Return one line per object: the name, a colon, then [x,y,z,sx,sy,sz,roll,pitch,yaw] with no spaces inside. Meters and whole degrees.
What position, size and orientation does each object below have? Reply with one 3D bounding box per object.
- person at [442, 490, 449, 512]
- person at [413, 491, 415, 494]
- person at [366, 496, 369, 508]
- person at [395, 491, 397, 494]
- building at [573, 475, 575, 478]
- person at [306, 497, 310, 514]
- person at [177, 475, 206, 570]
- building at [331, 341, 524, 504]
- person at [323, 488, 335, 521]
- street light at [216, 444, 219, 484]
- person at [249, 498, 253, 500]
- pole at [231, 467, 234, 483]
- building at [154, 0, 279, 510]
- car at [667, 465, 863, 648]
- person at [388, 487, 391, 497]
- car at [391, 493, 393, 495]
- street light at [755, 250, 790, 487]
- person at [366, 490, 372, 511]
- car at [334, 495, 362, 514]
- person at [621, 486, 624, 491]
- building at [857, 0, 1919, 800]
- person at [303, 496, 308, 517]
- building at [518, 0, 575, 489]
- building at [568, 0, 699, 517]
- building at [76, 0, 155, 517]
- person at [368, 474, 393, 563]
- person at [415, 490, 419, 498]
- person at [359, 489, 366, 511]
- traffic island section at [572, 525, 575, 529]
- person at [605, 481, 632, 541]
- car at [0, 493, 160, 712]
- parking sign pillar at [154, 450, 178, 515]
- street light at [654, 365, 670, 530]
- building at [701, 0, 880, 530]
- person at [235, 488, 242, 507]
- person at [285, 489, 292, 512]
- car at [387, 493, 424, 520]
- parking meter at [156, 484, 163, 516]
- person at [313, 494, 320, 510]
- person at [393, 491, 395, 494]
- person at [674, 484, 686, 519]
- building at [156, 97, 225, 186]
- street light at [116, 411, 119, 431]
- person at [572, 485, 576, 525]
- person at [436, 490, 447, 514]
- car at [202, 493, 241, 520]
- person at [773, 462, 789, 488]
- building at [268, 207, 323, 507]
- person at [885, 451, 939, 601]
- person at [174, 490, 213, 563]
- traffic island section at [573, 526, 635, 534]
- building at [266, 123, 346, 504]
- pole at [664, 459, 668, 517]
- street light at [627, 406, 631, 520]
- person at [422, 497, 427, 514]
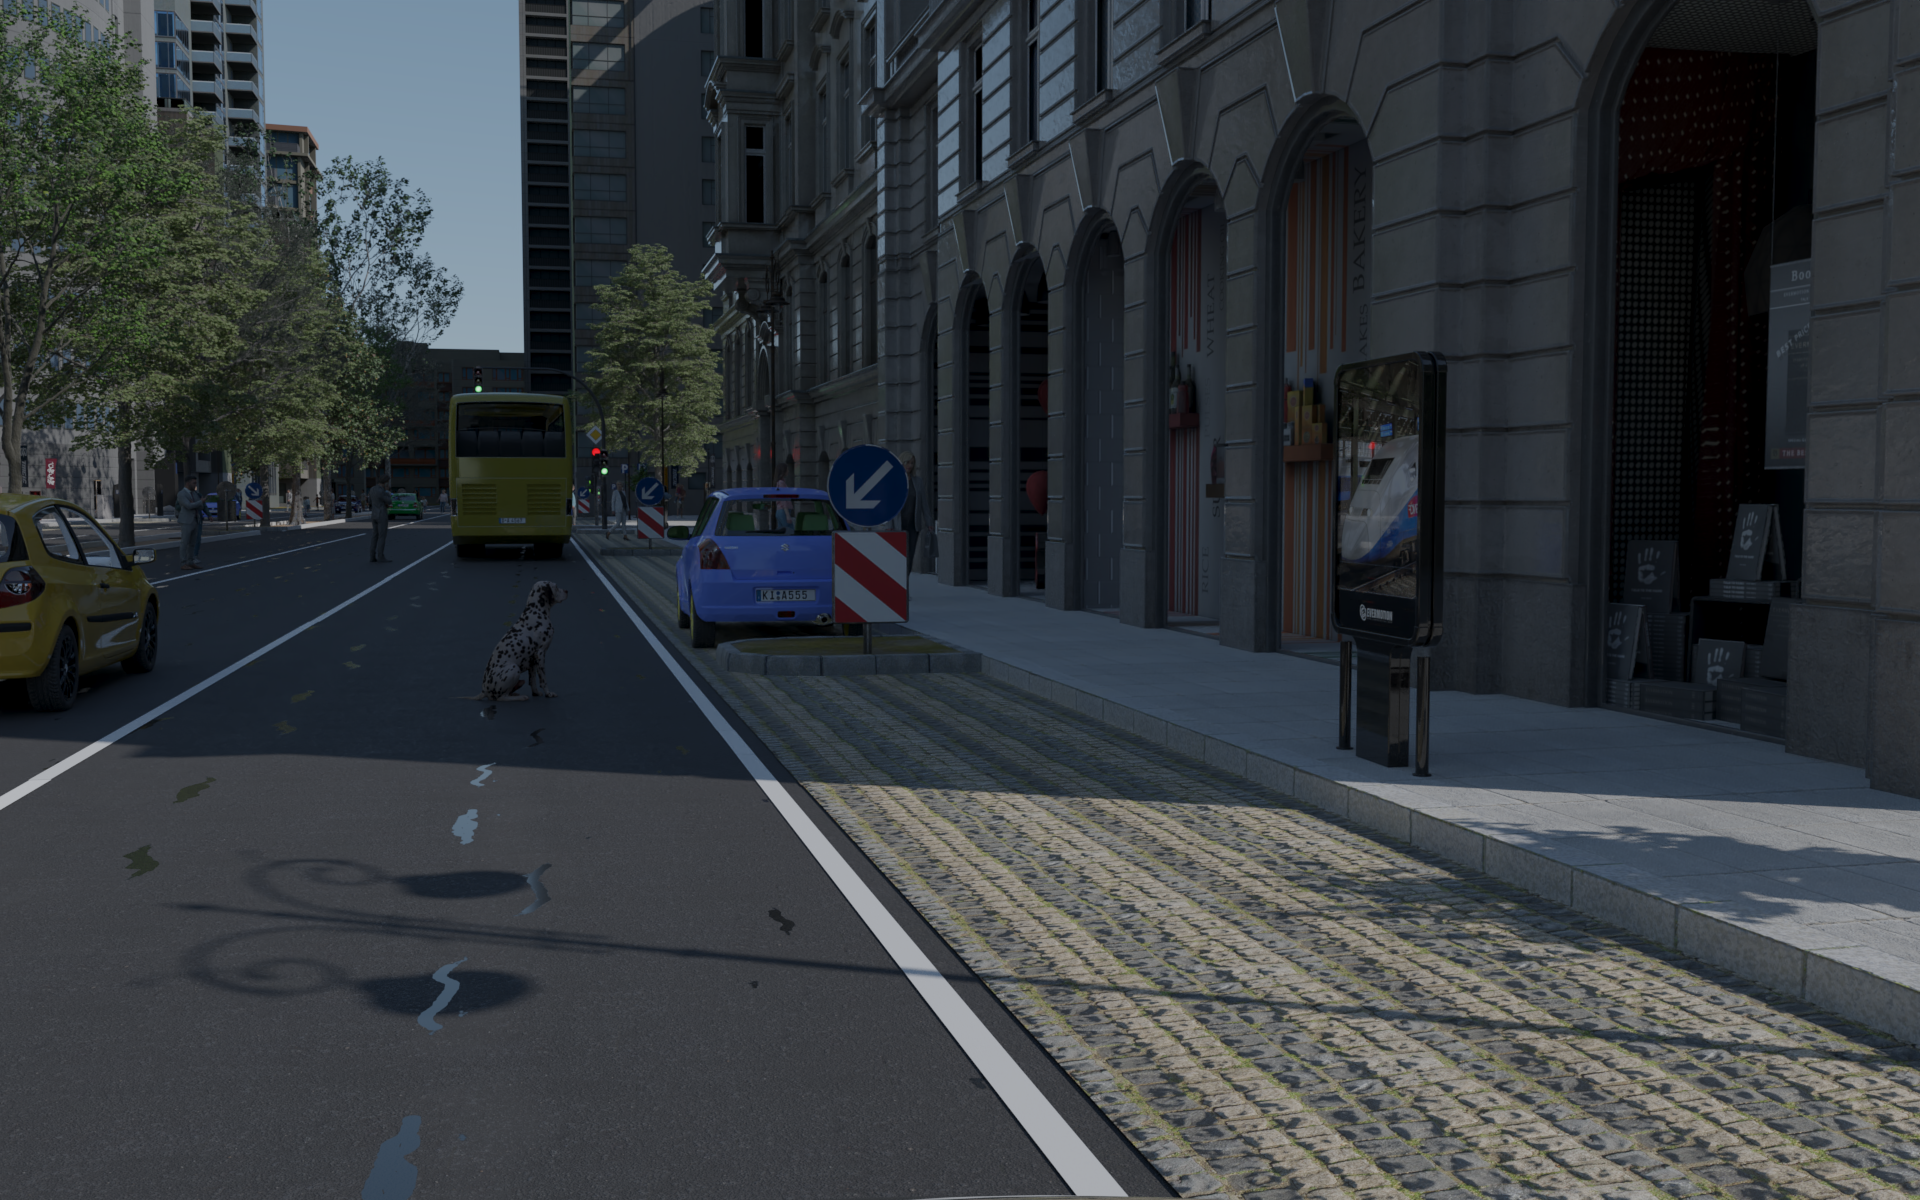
person: [-41.239,-7.927,138.450,0.694,1.780,0.624,1,4,15]
person: [-59.537,-11.004,189.134,0.721,1.735,1.217,-1,4,-10]
person: [-63.159,-10.589,184.812,0.628,1.438,0.799,-3,4,-36]
person: [-69.118,-12.466,211.946,0.705,1.869,1.348,2,4,30]
building: [-29.306,-34.582,185.029,23.786,49.044,30.456,-1,4,-14]
person: [-47.688,-6.939,126.633,0.332,1.250,0.352,-1,4,-19]
person: [-14.577,-1.482,32.905,0.466,1.800,0.511,0,4,-4]
building: [-73.670,-23.802,234.199,28.899,21.520,27.650,-1,4,-14]
person: [-33.890,-5.142,93.144,0.480,1.755,0.524,3,4,39]
street light: [-52.930,-9.223,123.584,0.468,5.910,1.993,-1,4,-14]
person: [-45.221,-6.267,110.742,0.755,1.850,0.659,-1,4,-13]
pole: [-53.833,-8.221,128.259,0.158,3.312,0.155,0,3,0]
building: [-71.395,-51.124,148.553,22.319,86.520,31.000,-1,4,-14]
car: [-1.955,-0.481,17.456,1.945,1.707,3.694,-1,4,-12]
person: [-33.960,-5.770,102.680,0.795,1.843,0.661,-3,4,-38]
car: [-55.399,-9.673,167.738,1.945,1.707,3.694,-1,4,-13]
street light: [-3.557,-3.681,32.967,0.468,5.910,1.993,-1,4,-14]
person: [-50.960,-8.647,149.896,1.348,1.823,0.705,2,4,25]
car: [-45.255,-7.059,127.998,1.945,1.354,3.894,-1,4,-14]
person: [-18.579,-5.414,95.155,0.593,1.750,0.643,3,4,36]
building: [7.061,-10.828,18.838,13.314,21.916,24.055,-1,4,-14]
person: [-40.699,-5.807,107.721,0.425,1.301,0.394,2,4,33]
building: [-48.771,-48.736,235.079,20.611,71.187,20.563,-1,4,-14]
building: [-17.547,-26.072,109.870,14.154,41.232,14.086,-1,4,-14]
building: [-58.561,-33.837,95.227,21.231,58.520,28.212,-1,4,-14]
person: [-12.156,-1.719,36.407,0.655,1.846,0.447,3,5,40]
person: [-48.788,-8.985,155.412,0.705,1.822,1.348,0,4,1]
person: [-50.583,-8.452,146.685,1.348,1.824,0.705,3,5,43]
traffic island section: [-14.824,-2.968,70.807,2.009,0.180,2.903,-1,4,-14]
person: [-10.472,-2.733,53.057,0.818,1.842,0.514,1,4,12]
car: [-7.051,-0.146,12.603,2.015,1.641,3.980,-1,4,-14]
parking sign pillar: [-49.067,-7.254,107.072,1.447,3.967,1.447,0,4,2]
street light: [-10.689,-5.474,62.280,0.468,5.910,1.993,-1,4,-14]
building: [0.346,-13.959,47.313,14.460,24.649,34.723,-1,4,-14]
person: [-46.472,-6.284,111.423,0.419,1.800,0.721,2,4,32]
person: [-52.606,-7.779,135.963,0.678,1.792,0.850,2,4,33]
car: [-31.076,-5.396,97.014,1.959,1.807,4.718,-1,4,-15]
parking meter: [-46.878,-5.858,101.485,0.255,1.863,0.399,-1,4,-9]
person: [-56.375,-8.570,151.871,0.557,1.426,1.065,1,4,12]
person: [-68.259,-12.260,208.965,0.705,1.821,1.348,1,4,14]
person: [-14.696,-5.191,90.896,0.573,1.828,0.580,1,4,18]
building: [-61.558,-21.628,125.317,14.160,30.474,14.107,-1,4,-14]
street light: [-45.749,-7.447,94.554,0.468,5.910,1.993,-1,4,-14]
person: [-16.570,-3.992,73.635,0.748,1.841,0.638,1,4,8]
person: [-36.522,-6.905,122.071,0.731,1.740,0.598,-1,4,-21]
car: [-40.541,-5.212,94.812,1.945,1.707,3.694,-1,4,-13]
person: [-2.991,-1.439,29.577,0.388,1.821,0.555,-2,4,-27]
building: [-72.677,-24.619,174.222,14.160,30.474,14.107,-1,4,-14]
person: [-0.592,-0.906,21.034,0.709,1.800,0.728,-1,4,-18]
person: [-15.906,-1.653,35.876,0.721,1.781,0.623,2,4,30]
traffic island section: [-12.919,-2.494,63.051,2.009,0.180,2.903,-1,4,-14]
building: [-86.468,-33.173,197.000,28.867,44.769,22.147,-1,4,-14]
pole: [-16.788,-6.426,98.916,0.158,3.312,0.155,0,3,0]
street light: [-16.436,-6.922,85.961,0.468,5.910,1.993,-1,4,-14]
person: [-37.936,-6.703,122.774,0.352,1.250,0.332,-2,4,-26]
